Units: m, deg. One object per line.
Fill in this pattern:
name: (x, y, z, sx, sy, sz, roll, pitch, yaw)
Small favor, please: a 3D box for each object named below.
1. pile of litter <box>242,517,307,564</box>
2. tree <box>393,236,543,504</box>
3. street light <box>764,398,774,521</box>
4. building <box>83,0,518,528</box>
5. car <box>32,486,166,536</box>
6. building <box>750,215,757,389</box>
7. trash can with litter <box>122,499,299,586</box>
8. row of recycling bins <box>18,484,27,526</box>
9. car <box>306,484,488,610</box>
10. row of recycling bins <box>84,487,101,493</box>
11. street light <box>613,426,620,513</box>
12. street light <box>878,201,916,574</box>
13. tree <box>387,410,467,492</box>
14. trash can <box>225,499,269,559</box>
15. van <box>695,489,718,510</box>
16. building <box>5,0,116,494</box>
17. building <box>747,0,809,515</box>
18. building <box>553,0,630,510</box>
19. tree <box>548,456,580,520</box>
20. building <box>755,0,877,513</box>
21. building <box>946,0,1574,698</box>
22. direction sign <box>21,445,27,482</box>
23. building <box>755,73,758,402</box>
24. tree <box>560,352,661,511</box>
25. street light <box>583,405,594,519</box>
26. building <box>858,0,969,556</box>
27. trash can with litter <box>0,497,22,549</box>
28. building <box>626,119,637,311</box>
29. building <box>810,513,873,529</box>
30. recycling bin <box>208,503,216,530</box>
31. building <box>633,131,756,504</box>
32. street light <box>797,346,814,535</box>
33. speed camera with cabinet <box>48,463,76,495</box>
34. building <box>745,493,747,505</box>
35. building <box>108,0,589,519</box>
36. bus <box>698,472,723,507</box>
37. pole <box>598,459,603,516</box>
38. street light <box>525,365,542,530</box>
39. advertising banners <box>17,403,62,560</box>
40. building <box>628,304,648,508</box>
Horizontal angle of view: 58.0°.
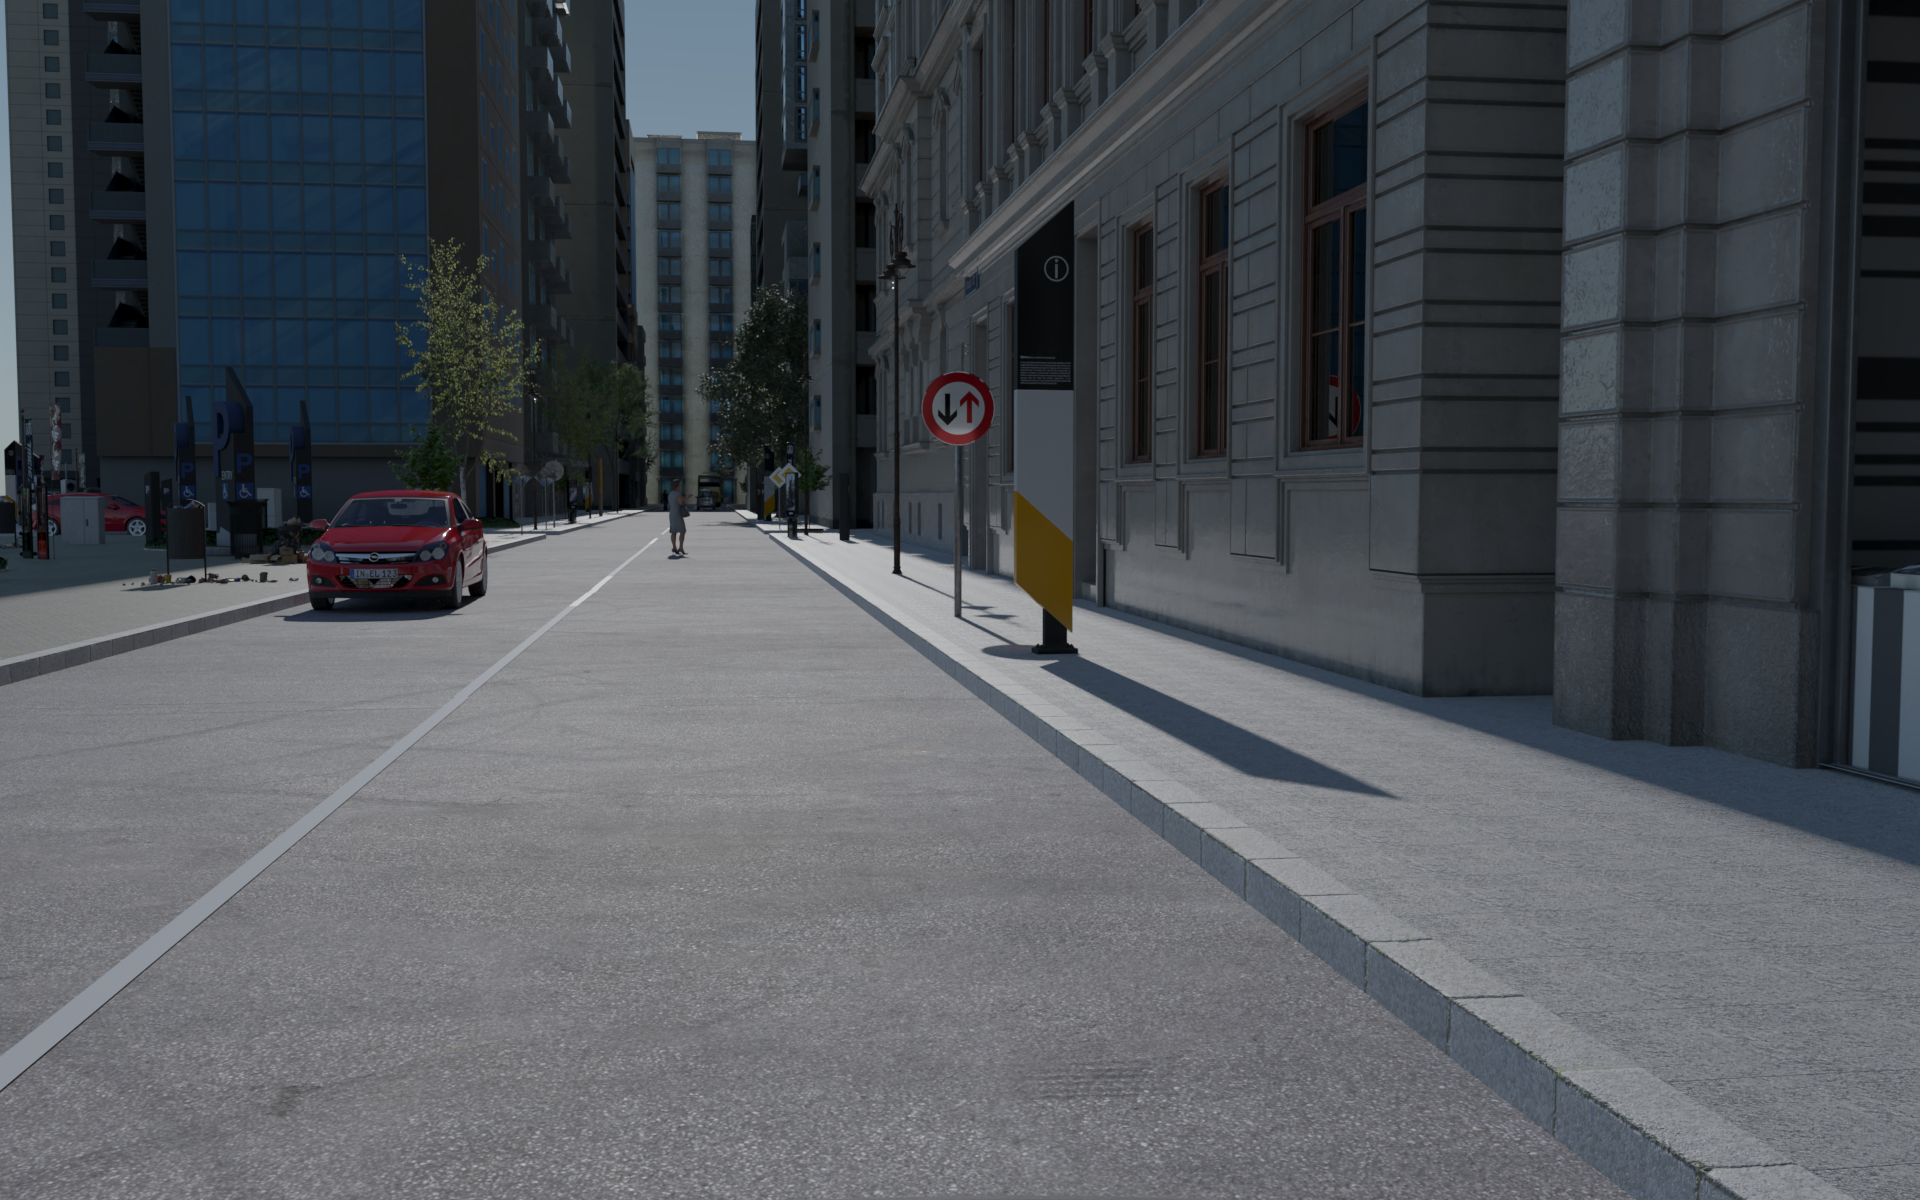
pile of litter: (-12.615, -1.111, 32.135, 1.176, 0.858, 1.719, -3, 5, -42)
tree: (-14.184, -6.066, 49.534, 4.360, 8.622, 3.978, 0, 3, 0)
street light: (-9.177, -6.782, 83.681, 0.468, 5.910, 1.993, -1, 4, -8)
building: (-26.098, -25.753, 71.181, 14.600, 45.320, 14.200, -1, 4, -8)
car: (-27.940, -2.907, 56.574, 4.494, 1.783, 2.155, 0, 4, -6)
building: (-14.927, -25.083, 181.813, 14.160, 30.474, 14.107, -1, 4, -8)
trash can with litter: (-10.787, -0.855, 25.040, 2.233, 1.210, 1.678, -1, 4, -14)
row of recycling bins: (-38.202, -3.932, 71.403, 1.069, 1.692, 3.534, -2, 4, -25)
car: (-7.337, -0.843, 22.822, 2.155, 1.783, 4.494, -1, 4, -9)
row of recycling bins: (-54.474, -6.228, 108.943, 1.069, 1.692, 3.534, -1, 4, -19)
street light: (-23.234, -8.840, 117.319, 0.468, 5.910, 1.993, -1, 4, -8)
street light: (-1.012, -3.358, 27.690, 0.468, 5.910, 1.993, -1, 4, -8)
tree: (-12.183, -2.780, 40.051, 1.663, 3.219, 1.824, 0, 3, 0)
trash can: (-14.079, -1.377, 34.164, 0.748, 1.137, 0.748, 0, 3, 0)
van: (-22.757, -9.072, 155.337, 2.013, 2.044, 4.112, 0, 4, -7)
building: (-89.866, -46.051, 191.183, 20.611, 71.187, 20.563, -1, 4, -8)
building: (-3.386, -49.309, 118.879, 22.319, 86.520, 31.000, -1, 4, -8)
building: (-39.098, -31.856, 144.555, 21.300, 48.544, 21.600, -1, 4, -8)
tree: (-19.880, -5.663, 87.188, 1.663, 3.219, 1.824, 0, 3, 0)
building: (-6.557, -32.158, 149.488, 21.300, 48.544, 21.600, -1, 4, -8)
building: (6.432, -11.278, 20.549, 11.583, 22.565, 21.152, -1, 4, -8)
direction sign: (-43.358, -5.414, 80.515, 0.379, 3.537, 0.876, 0, 3, 0)
building: (-12.575, -29.556, 166.842, 14.154, 41.232, 14.086, -1, 4, -8)
tree: (-25.683, -12.360, 127.848, 9.928, 11.665, 9.643, 0, 3, 0)
street light: (-19.289, -7.179, 90.158, 0.468, 5.910, 1.993, -1, 4, -8)
building: (5.019, -15.644, 43.174, 14.401, 28.519, 23.554, -1, 4, -8)
trash can with litter: (-23.007, -1.821, 40.831, 1.678, 1.210, 2.233, 3, 5, 41)
building: (-45.212, -33.751, 201.934, 14.200, 45.320, 14.600, -1, 4, -8)
building: (4.257, -27.508, 73.452, 21.600, 48.544, 21.300, -1, 4, -8)
recycling bin: (-21.486, -2.315, 50.408, 0.722, 1.027, 0.722, -2, 4, -23)
building: (-32.103, -37.431, 231.610, 30.456, 49.044, 23.786, -1, 4, -8)
street light: (-4.827, -4.977, 54.160, 0.468, 5.910, 1.993, -1, 4, -8)
speed camera with cabinet: (-56.736, -7.008, 108.918, 0.660, 3.252, 2.038, 2, 4, 32)
building: (-8.775, -31.176, 201.603, 32.217, 40.220, 23.993, -1, 4, -8)
building: (-34.523, -29.409, 100.443, 23.786, 49.044, 30.456, -1, 4, -8)
bus: (-27.866, -12.324, 193.045, 2.896, 3.916, 12.252, 0, 4, -8)
pole: (-20.693, -6.474, 99.692, 0.158, 3.312, 0.155, 0, 3, 0)
street light: (-15.306, -5.473, 62.275, 0.468, 5.910, 1.993, -1, 4, -8)
advertising banners: (-18.047, -2.313, 33.999, 2.074, 3.025, 0.090, 3, 5, 41)
building: (-45.368, -19.884, 170.146, 27.650, 21.520, 28.899, -1, 4, -8)
